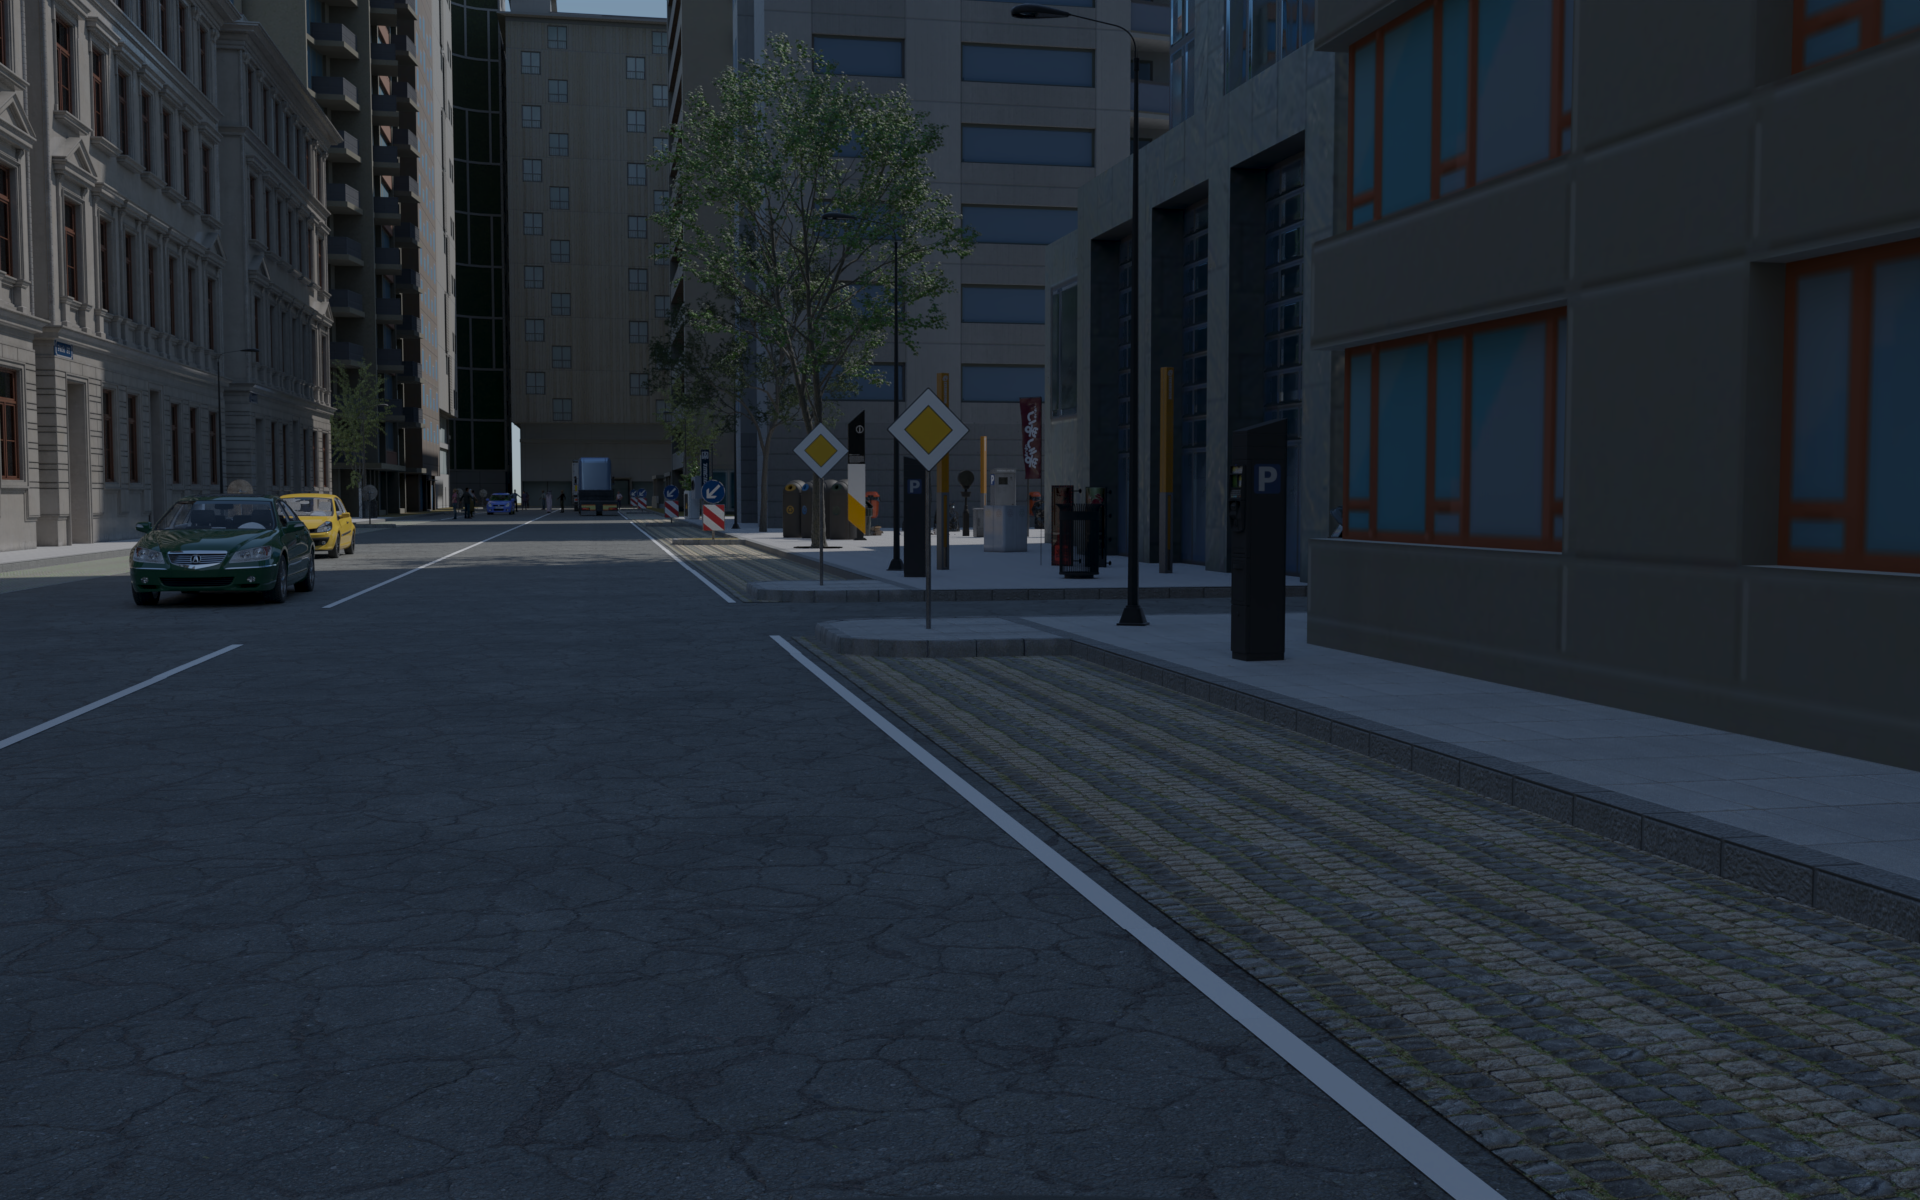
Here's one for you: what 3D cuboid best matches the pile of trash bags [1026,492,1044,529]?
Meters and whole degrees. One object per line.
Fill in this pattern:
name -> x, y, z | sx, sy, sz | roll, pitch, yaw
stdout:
pile of trash bags -> 3.461, -3.320, 64.034 | 1.912, 1.369, 3.447 | -2, 4, -29

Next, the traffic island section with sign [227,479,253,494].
traffic island section with sign -> -19.306, -2.309, 46.382 | 1.989, 1.847, 2.006 | -1, 4, -12

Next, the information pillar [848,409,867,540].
information pillar -> -2.846, -3.456, 47.858 | 0.504, 3.616, 0.183 | -1, 4, -15

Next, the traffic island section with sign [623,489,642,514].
traffic island section with sign -> -22.927, -7.071, 124.233 | 1.989, 1.847, 2.006 | -1, 4, -12

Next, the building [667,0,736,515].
building -> -8.447, -30.161, 116.830 | 21.300, 48.544, 21.600 | -1, 4, -12

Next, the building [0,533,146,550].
building -> -28.839, -13.082, 50.050 | 11.583, 22.565, 21.152 | -1, 4, -12

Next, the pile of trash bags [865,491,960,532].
pile of trash bags -> -1.663, -3.055, 59.704 | 3.447, 1.369, 1.912 | 0, 4, 6

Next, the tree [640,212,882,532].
tree -> -6.689, -7.551, 57.873 | 8.767, 10.594, 7.601 | 0, 4, 1

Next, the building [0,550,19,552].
building -> -24.491, -11.818, 29.389 | 11.583, 22.565, 21.152 | -1, 4, -12

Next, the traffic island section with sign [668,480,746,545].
traffic island section with sign -> -7.175, -2.486, 49.278 | 1.989, 1.847, 2.006 | -1, 4, -12

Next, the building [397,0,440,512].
building -> -46.762, -29.266, 128.614 | 14.600, 45.320, 14.200 | -1, 4, -12

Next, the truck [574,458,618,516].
truck -> -25.645, -8.098, 122.153 | 2.967, 4.110, 18.799 | -1, 4, -13

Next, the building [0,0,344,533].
building -> -32.846, -14.385, 71.356 | 11.583, 22.565, 21.152 | -1, 4, -12

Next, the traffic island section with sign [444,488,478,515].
traffic island section with sign -> -35.074, -6.895, 121.365 | 1.989, 1.847, 2.006 | -1, 4, -12

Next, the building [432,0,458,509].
building -> -58.760, -34.401, 151.693 | 27.495, 52.752, 28.713 | -1, 4, -12

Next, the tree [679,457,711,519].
tree -> -13.861, -5.863, 90.464 | 1.663, 3.219, 1.824 | 0, 3, 0

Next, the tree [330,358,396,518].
tree -> -32.357, -8.696, 92.535 | 4.737, 8.622, 4.395 | 0, 3, 0

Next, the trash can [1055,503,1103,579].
trash can -> 1.813, -0.898, 26.343 | 0.748, 1.137, 0.748 | 0, 3, 0

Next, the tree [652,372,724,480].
tree -> -16.044, -9.321, 102.755 | 4.737, 8.622, 4.395 | 0, 3, 0

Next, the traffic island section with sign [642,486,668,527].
traffic island section with sign -> -12.857, -4.141, 76.327 | 1.989, 1.847, 2.006 | -1, 4, -12

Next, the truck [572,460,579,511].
truck -> -31.676, -9.706, 147.602 | 2.839, 4.237, 11.283 | -1, 4, -12

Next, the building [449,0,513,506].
building -> -58.863, -45.564, 183.222 | 20.611, 71.187, 20.563 | -1, 4, -12

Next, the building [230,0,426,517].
building -> -45.401, -27.633, 106.422 | 22.147, 44.769, 28.867 | -1, 4, -12

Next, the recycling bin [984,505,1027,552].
recycling bin -> 1.012, -1.586, 38.486 | 0.722, 1.027, 0.722 | -3, 5, -40

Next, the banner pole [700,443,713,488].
banner pole -> -12.374, -5.815, 85.100 | 0.863, 3.779, 0.401 | 2, 4, 24

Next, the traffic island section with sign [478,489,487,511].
traffic island section with sign -> -40.660, -8.522, 147.956 | 1.989, 1.847, 2.006 | -1, 4, -12

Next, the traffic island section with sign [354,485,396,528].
traffic island section with sign -> -24.969, -3.955, 73.299 | 1.989, 1.847, 2.006 | -1, 4, -12

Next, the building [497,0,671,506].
building -> -36.144, -36.904, 192.618 | 27.495, 52.752, 28.713 | -1, 4, -12

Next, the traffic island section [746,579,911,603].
traffic island section -> -1.925, -0.125, 24.327 | 2.009, 0.180, 2.903 | -1, 4, -12

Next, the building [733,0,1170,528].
building -> 0.220, -32.820, 78.600 | 21.231, 58.520, 28.212 | -1, 4, -12

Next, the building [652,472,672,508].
building -> -12.804, -28.870, 163.913 | 32.217, 40.220, 23.993 | -1, 4, -12

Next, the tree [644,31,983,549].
tree -> -3.504, -7.018, 40.499 | 9.928, 11.665, 9.643 | 0, 3, 0

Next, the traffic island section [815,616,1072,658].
traffic island section -> -0.282, 0.353, 16.512 | 2.009, 0.180, 2.903 | -1, 4, -12

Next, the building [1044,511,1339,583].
building -> 18.026, -44.220, 35.664 | 31.000, 86.520, 22.319 | -1, 4, -12

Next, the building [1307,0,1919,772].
building -> 19.477, -9.657, 2.939 | 27.650, 21.520, 28.899 | -1, 4, -12
